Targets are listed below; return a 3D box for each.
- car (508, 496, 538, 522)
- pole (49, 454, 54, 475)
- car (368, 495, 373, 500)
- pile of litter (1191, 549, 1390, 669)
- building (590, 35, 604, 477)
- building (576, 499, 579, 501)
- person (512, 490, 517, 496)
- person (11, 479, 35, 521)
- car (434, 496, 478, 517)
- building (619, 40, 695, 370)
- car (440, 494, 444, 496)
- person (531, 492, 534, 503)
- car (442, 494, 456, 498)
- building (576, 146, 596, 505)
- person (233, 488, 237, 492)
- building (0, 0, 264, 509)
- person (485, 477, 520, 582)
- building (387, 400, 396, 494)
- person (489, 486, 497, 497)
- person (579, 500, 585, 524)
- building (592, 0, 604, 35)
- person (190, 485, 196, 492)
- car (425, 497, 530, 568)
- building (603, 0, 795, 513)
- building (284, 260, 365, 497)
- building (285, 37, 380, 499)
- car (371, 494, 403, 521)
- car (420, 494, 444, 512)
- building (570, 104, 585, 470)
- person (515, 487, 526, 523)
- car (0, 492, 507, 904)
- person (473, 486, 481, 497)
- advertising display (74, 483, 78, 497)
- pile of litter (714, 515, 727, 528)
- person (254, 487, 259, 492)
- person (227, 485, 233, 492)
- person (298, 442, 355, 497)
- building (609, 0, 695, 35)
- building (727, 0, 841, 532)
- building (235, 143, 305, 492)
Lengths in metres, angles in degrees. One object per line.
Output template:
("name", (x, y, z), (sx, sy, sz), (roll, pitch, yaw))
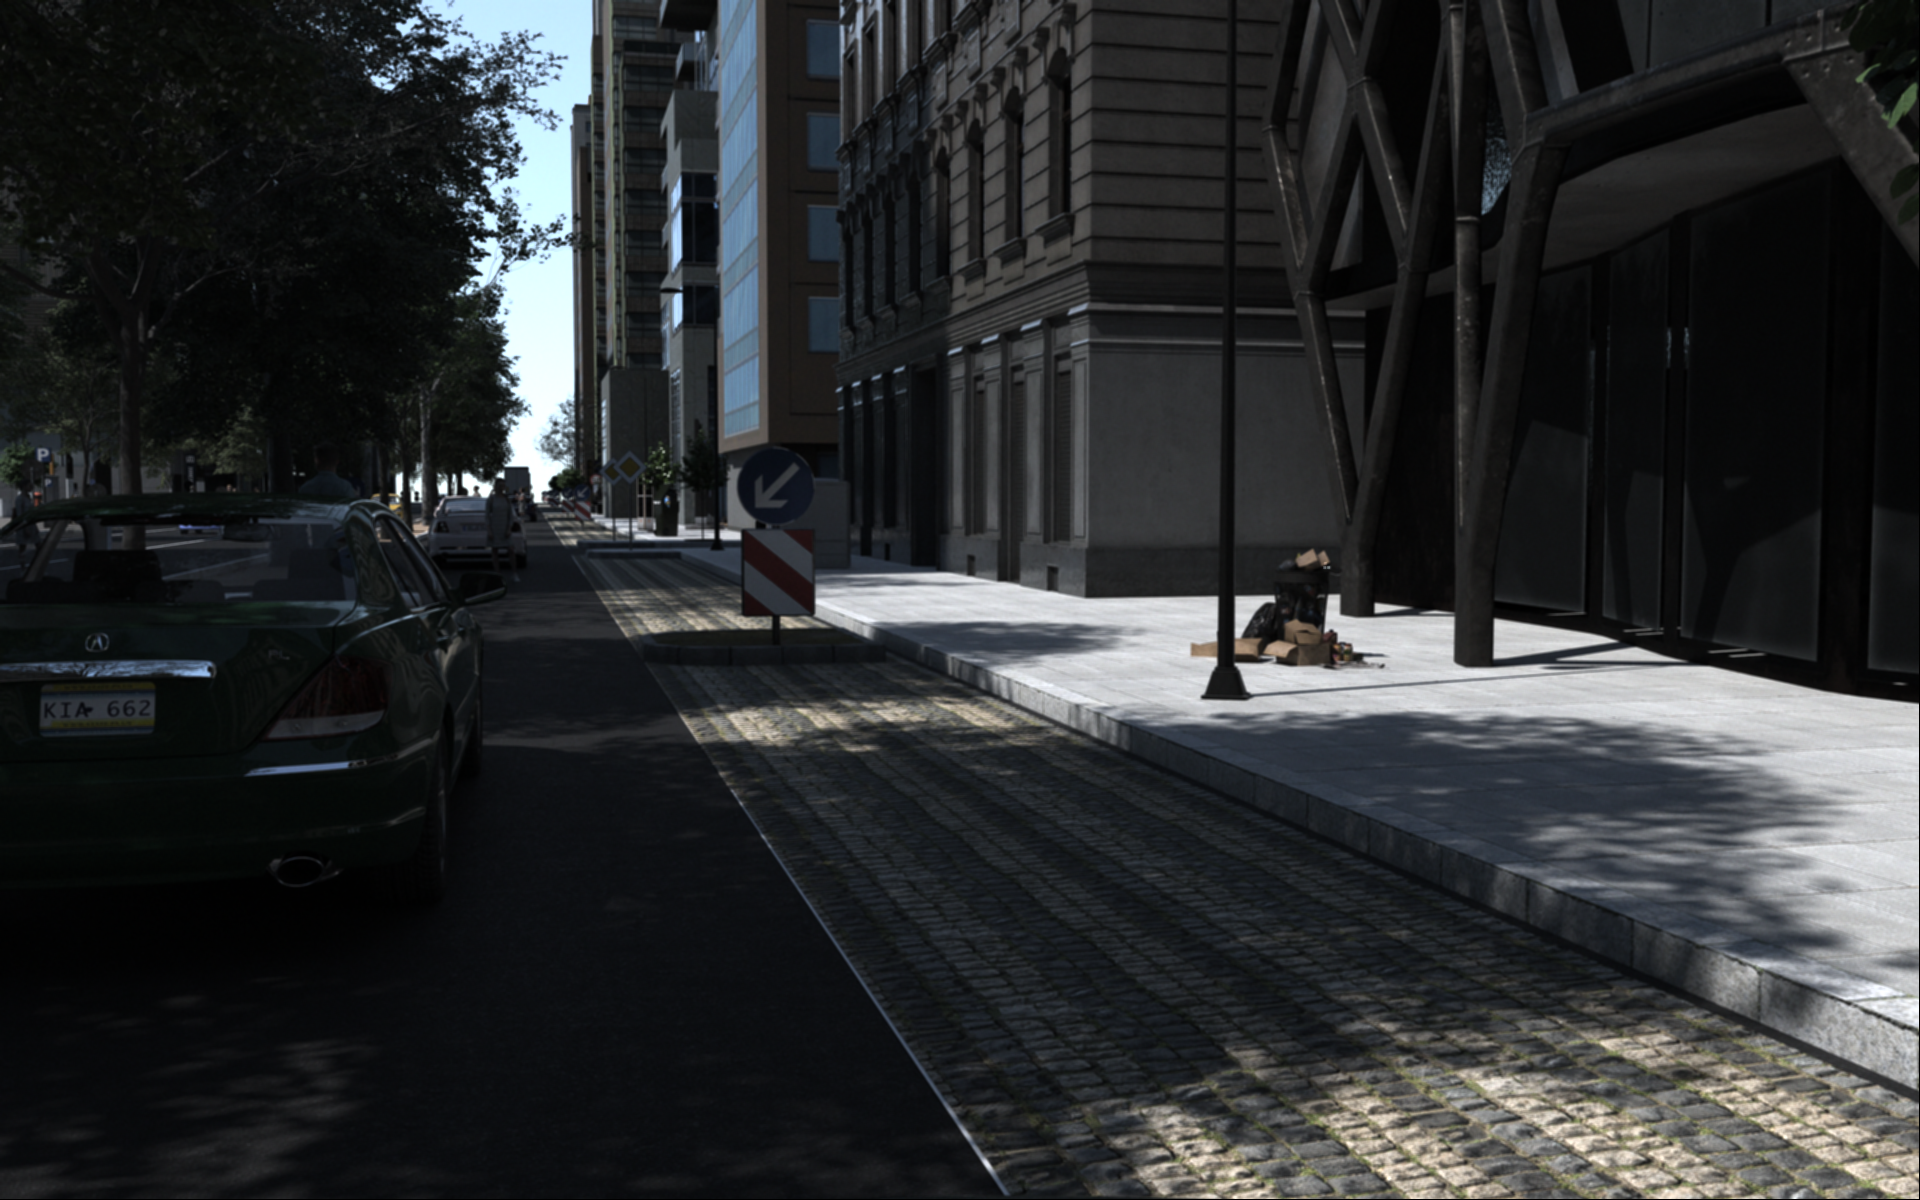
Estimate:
("car", (-22.883, -4.724, 89.814), (1.945, 1.354, 3.894), (-1, 4, -16))
("pole", (-46.151, -5.763, 88.070), (0.158, 3.312, 0.155), (0, 3, 0))
("car", (-45.897, -7.575, 136.437), (1.945, 1.354, 3.894), (-1, 4, -14))
("pile of litter", (2.492, 0.037, 13.360), (1.176, 0.858, 1.719), (-1, 4, -21))
("building", (-26.705, -29.120, 159.712), (14.154, 41.232, 14.086), (-1, 4, -14))
("building", (-36.913, -33.534, 240.163), (32.217, 40.220, 23.993), (-1, 4, -14))
("person", (-34.119, -7.540, 132.497), (1.217, 1.743, 0.721), (2, 4, 31))
("person", (-16.251, -1.263, 30.160), (0.522, 1.701, 0.512), (0, 4, -4))
("car", (-16.951, -2.870, 59.289), (2.083, 1.381, 4.827), (-1, 4, -12))
("building", (-15.576, -21.033, 115.586), (14.160, 30.474, 14.107), (-1, 4, -14))
("car", (-71.971, -14.055, 239.387), (1.945, 1.707, 3.694), (-1, 4, -15))
("person", (-66.715, -15.932, 269.788), (0.445, 1.727, 0.742), (3, 5, 44))
("car", (-46.741, -8.976, 158.755), (2.014, 1.417, 4.499), (-1, 4, -14))
("building", (-41.046, -34.813, 219.306), (14.600, 45.320, 14.200), (-1, 4, -14))
("person", (-39.843, -5.272, 95.243), (0.519, 1.759, 0.362), (-3, 5, -40))
("building", (-66.596, -32.699, 123.874), (28.713, 52.752, 27.495), (-1, 4, -14))
("person", (-7.497, -1.147, 28.258), (0.512, 1.701, 0.522), (-2, 4, -32))
("building", (-93.680, -43.245, 249.062), (21.231, 58.520, 28.212), (-1, 4, -14))
("person", (-17.619, -3.485, 66.074), (0.643, 1.750, 0.593), (3, 4, 36))
("person", (-18.207, -4.567, 83.745), (0.524, 1.755, 0.480), (-2, 4, -25))
("building", (-27.449, -39.079, 180.947), (21.231, 58.520, 28.212), (-1, 4, -14))
("person", (-32.827, -4.017, 74.347), (0.590, 1.801, 0.661), (-2, 4, -33))
("car", (-9.718, -1.379, 34.917), (2.083, 1.381, 4.827), (-1, 4, -15))
("building", (-22.562, -30.334, 146.068), (14.600, 45.320, 14.200), (-1, 4, -14))
("building", (-77.957, -26.366, 202.781), (14.160, 30.474, 14.107), (-1, 4, -14))
("building", (-86.882, -41.558, 221.475), (21.231, 58.520, 28.212), (-1, 4, -14))
("car", (-27.370, -4.426, 82.588), (2.015, 1.641, 3.980), (-1, 4, -16))
("car", (-42.918, -8.035, 140.957), (1.945, 1.707, 3.694), (-1, 4, -13))
("building", (-48.189, -44.151, 263.875), (21.231, 58.520, 28.212), (-1, 4, -14))
("person", (-21.684, -4.685, 85.453), (0.532, 1.782, 0.716), (-1, 4, -15))
("car", (-3.016, 0.276, 7.278), (2.131, 1.459, 4.920), (-1, 4, -13))
("person", (-20.128, -3.852, 71.822), (0.599, 1.781, 0.374), (2, 4, 32))
("advertising display", (-51.511, -5.836, 100.634), (0.123, 1.923, 0.974), (0, 4, -7))
("pile of litter", (-8.788, -3.208, 66.415), (1.719, 0.858, 1.176), (2, 4, 34))
("person", (-38.670, -5.288, 95.202), (0.529, 1.795, 0.600), (-3, 4, -38))
("person", (-24.839, -3.016, 58.490), (0.598, 1.740, 0.731), (2, 4, 24))
("person", (-5.032, -0.325, 13.674), (0.638, 1.841, 0.748), (2, 4, 33))
("building", (-19.501, -27.435, 132.161), (14.154, 41.232, 14.086), (-1, 4, -14))
("building", (-0.063, -24.763, 54.983), (14.200, 45.320, 14.600), (-1, 4, -14))
("building", (-71.871, -32.592, 152.479), (23.786, 49.044, 30.456), (-1, 4, -14))
